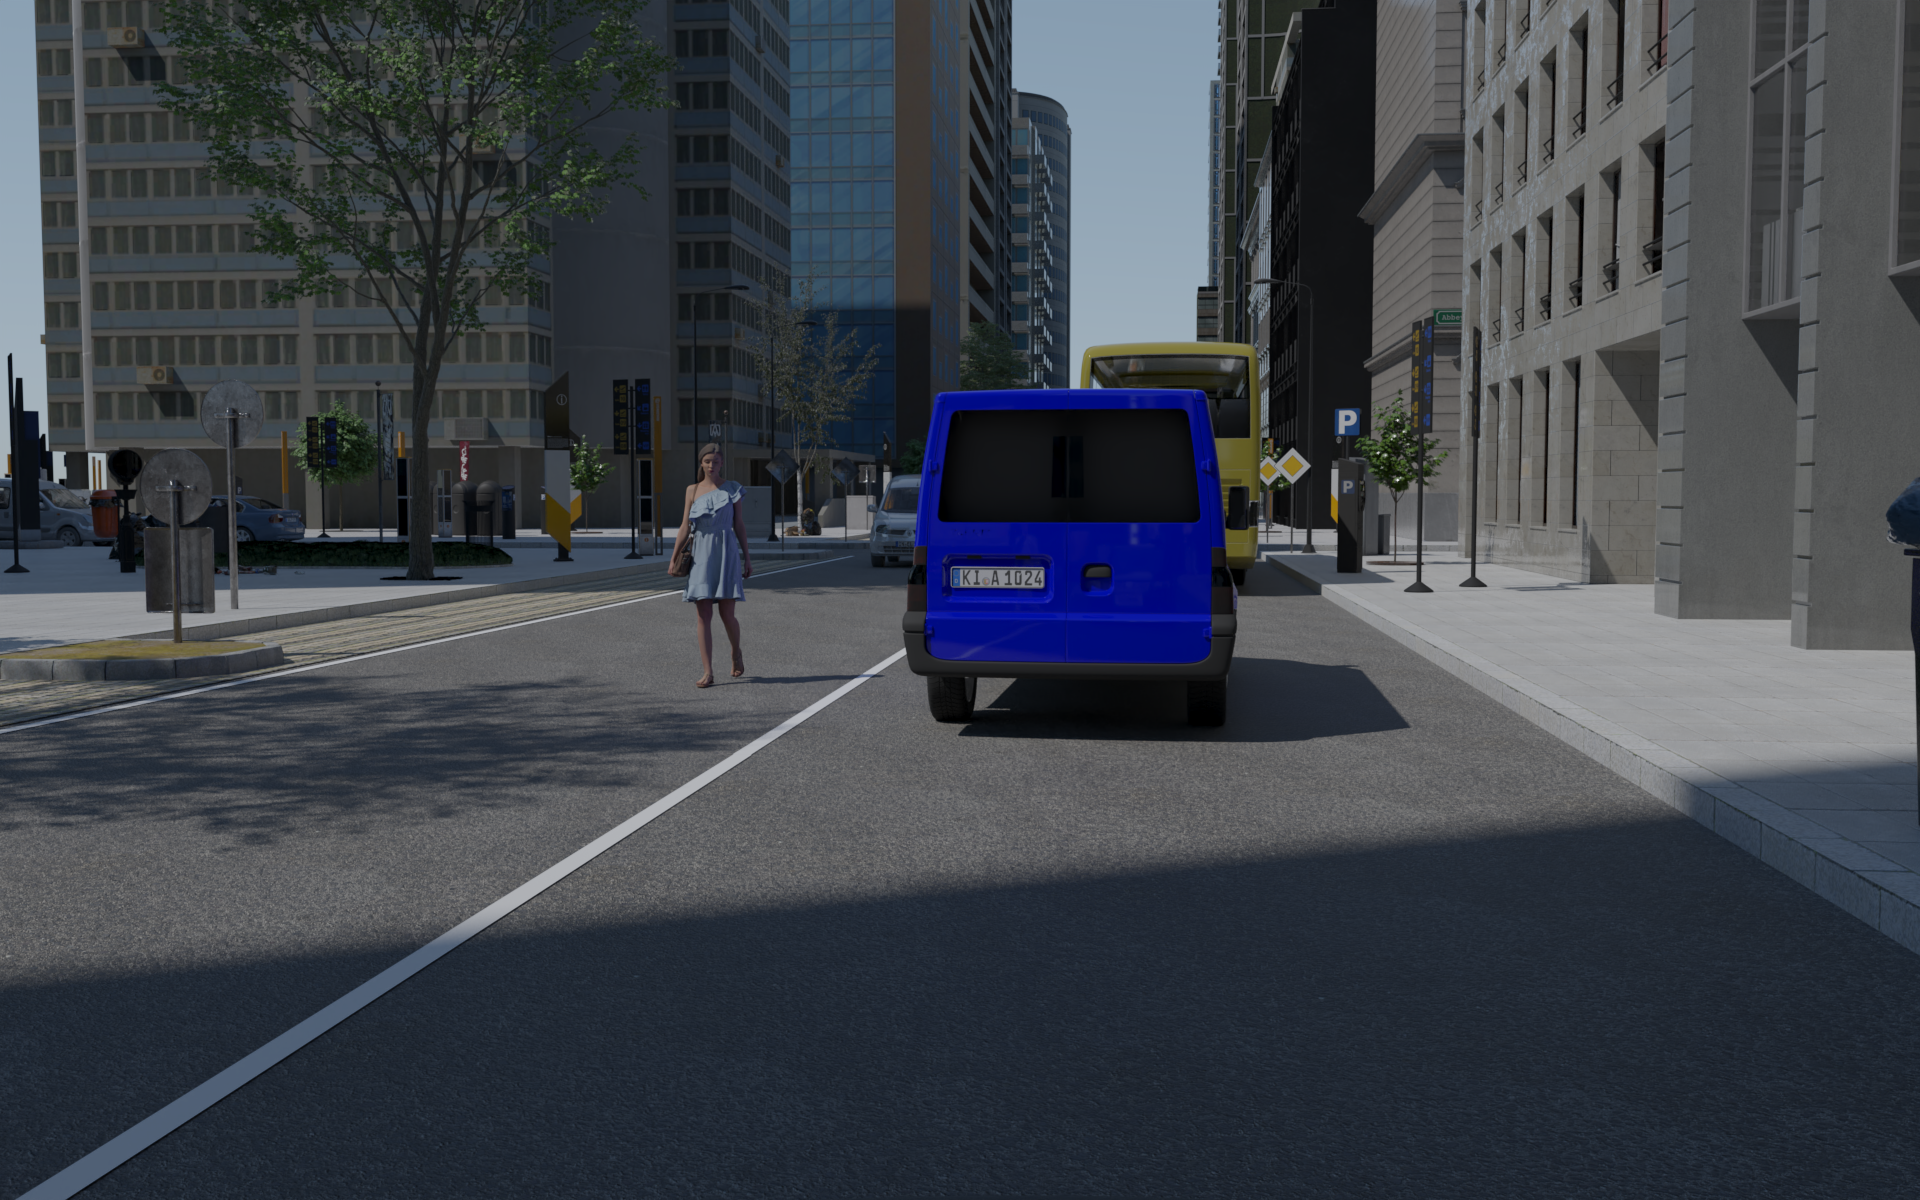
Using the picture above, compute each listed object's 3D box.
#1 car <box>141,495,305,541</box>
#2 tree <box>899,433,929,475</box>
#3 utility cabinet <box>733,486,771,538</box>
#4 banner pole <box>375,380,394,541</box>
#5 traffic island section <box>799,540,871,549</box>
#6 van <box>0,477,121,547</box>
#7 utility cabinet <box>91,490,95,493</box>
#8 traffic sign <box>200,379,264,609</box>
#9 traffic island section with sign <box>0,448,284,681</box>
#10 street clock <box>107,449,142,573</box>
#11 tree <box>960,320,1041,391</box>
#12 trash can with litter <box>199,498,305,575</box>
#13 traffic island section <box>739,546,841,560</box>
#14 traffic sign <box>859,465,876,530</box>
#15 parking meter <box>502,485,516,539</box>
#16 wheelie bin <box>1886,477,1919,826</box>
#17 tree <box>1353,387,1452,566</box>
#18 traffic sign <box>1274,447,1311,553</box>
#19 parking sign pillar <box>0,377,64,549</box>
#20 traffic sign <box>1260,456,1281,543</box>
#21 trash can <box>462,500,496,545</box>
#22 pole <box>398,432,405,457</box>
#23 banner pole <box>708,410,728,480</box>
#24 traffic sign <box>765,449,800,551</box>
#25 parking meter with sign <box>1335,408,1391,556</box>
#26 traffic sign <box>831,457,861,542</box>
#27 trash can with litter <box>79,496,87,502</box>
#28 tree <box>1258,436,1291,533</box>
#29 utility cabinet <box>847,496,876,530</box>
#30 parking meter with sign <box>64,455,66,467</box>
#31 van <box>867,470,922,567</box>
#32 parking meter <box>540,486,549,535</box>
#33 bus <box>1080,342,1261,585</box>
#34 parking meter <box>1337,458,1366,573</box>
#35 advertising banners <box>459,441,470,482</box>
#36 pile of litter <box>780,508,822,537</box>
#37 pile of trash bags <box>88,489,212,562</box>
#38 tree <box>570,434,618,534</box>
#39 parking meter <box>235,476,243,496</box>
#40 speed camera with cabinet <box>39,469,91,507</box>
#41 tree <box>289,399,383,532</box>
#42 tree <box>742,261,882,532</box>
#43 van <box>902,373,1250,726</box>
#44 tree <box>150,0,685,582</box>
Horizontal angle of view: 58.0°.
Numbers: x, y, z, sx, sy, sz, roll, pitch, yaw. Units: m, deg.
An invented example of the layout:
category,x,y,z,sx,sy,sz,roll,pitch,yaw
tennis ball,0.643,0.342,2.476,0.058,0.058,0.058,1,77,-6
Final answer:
category,x,y,z,sx,sy,sz,roll,pitch,yaw
car,-18.968,-1.950,43.892,4.499,1.417,2.014,0,4,7
tree,-1.515,-6.422,88.705,4.285,4.588,4.351,0,3,0
utility cabinet,-6.024,-2.551,50.382,1.173,1.500,0.318,0,4,-8
banner pole,-12.645,-2.940,38.087,0.863,3.779,0.401,3,5,44
traffic island section,-3.093,-1.491,46.652,2.009,0.180,2.903,0,4,6
van,-23.691,-2.300,44.617,4.112,2.044,2.013,0,4,7
utility cabinet,-42.915,-4.788,86.957,1.173,1.500,0.318,-3,5,-42
traffic sign,-8.088,-1.170,19.235,0.768,2.556,0.104,1,4,10
traffic island section with sign,-6.721,-0.339,14.168,1.989,1.847,2.006,0,4,6
street clock,-13.587,-1.447,28.228,0.471,2.002,0.358,-3,5,-42
tree,1.836,-11.945,113.425,7.486,12.596,7.792,0,3,0
trash can with litter,-11.638,-1.018,27.706,2.233,1.210,1.678,1,4,12
traffic island section,-3.980,-1.005,38.717,2.009,0.180,2.903,0,4,6
traffic sign,-3.293,-3.630,61.482,0.606,2.300,0.079,1,4,11
parking meter,-12.823,-2.495,49.204,0.372,1.533,0.369,0,3,0
wheelie bin,3.921,0.091,6.422,0.980,1.594,0.693,0,4,5
tree,8.043,-2.249,31.373,1.663,3.219,1.824,0,3,0
traffic sign,7.167,-2.064,37.393,0.795,2.450,0.064,0,4,6
parking sign pillar,-21.950,-3.196,40.734,1.447,3.967,1.447,-2,4,-32
traffic sign,8.055,-2.550,45.329,0.795,2.450,0.064,0,4,6
trash can,-10.815,-1.670,38.962,0.748,1.137,0.748,0,3,0
pole,-18.269,-3.847,56.747,0.158,3.312,0.155,0,3,0
banner pole,-7.169,-3.776,51.756,0.863,3.779,0.401,-3,5,-41
traffic sign,-3.955,-2.141,38.652,0.795,2.450,0.064,0,4,6
parking meter with sign,8.429,-2.435,36.067,0.543,3.016,1.738,3,4,38
traffic sign,-3.068,-2.627,46.588,0.795,2.450,0.064,0,4,6
trash can with litter,-26.972,-2.583,53.297,2.233,1.210,1.678,3,4,38
tree,10.094,-3.842,57.425,1.663,3.219,1.824,0,3,0
utility cabinet,-3.556,-3.135,62.414,1.020,1.237,0.306,1,4,17
parking meter with sign,-38.696,-4.884,76.116,1.738,3.016,0.543,3,5,40
van,-0.825,-1.735,35.382,2.013,2.044,4.112,0,4,4
parking meter,-13.114,-2.848,54.973,0.372,1.533,0.369,0,3,0
bus,3.698,-2.359,30.122,2.896,3.916,12.252,0,4,7
parking meter,6.362,-1.373,28.163,0.399,1.863,0.255,2,4,34
advertising banners,-16.863,-3.736,57.272,2.074,3.025,0.090,3,4,36
pile of litter,-4.913,-2.396,53.139,1.176,0.858,1.719,3,5,40
pile of trash bags,-15.947,-1.497,34.223,1.912,1.369,3.447,1,4,9
tree,-12.225,-3.775,56.323,1.663,3.219,1.824,0,3,0
parking meter,-22.812,-2.991,54.608,0.255,1.863,0.399,1,4,11
speed camera with cabinet,-31.674,-4.067,60.839,2.038,3.252,0.660,-2,4,-27
tree,-21.282,-4.618,59.210,4.285,4.588,4.351,0,3,0
tree,-4.927,-6.418,55.301,4.360,8.622,3.978,0,3,0
van,0.981,-0.494,12.463,2.240,2.365,5.245,1,4,8
tree,-7.887,-6.105,25.566,9.928,11.665,9.643,0,3,0
